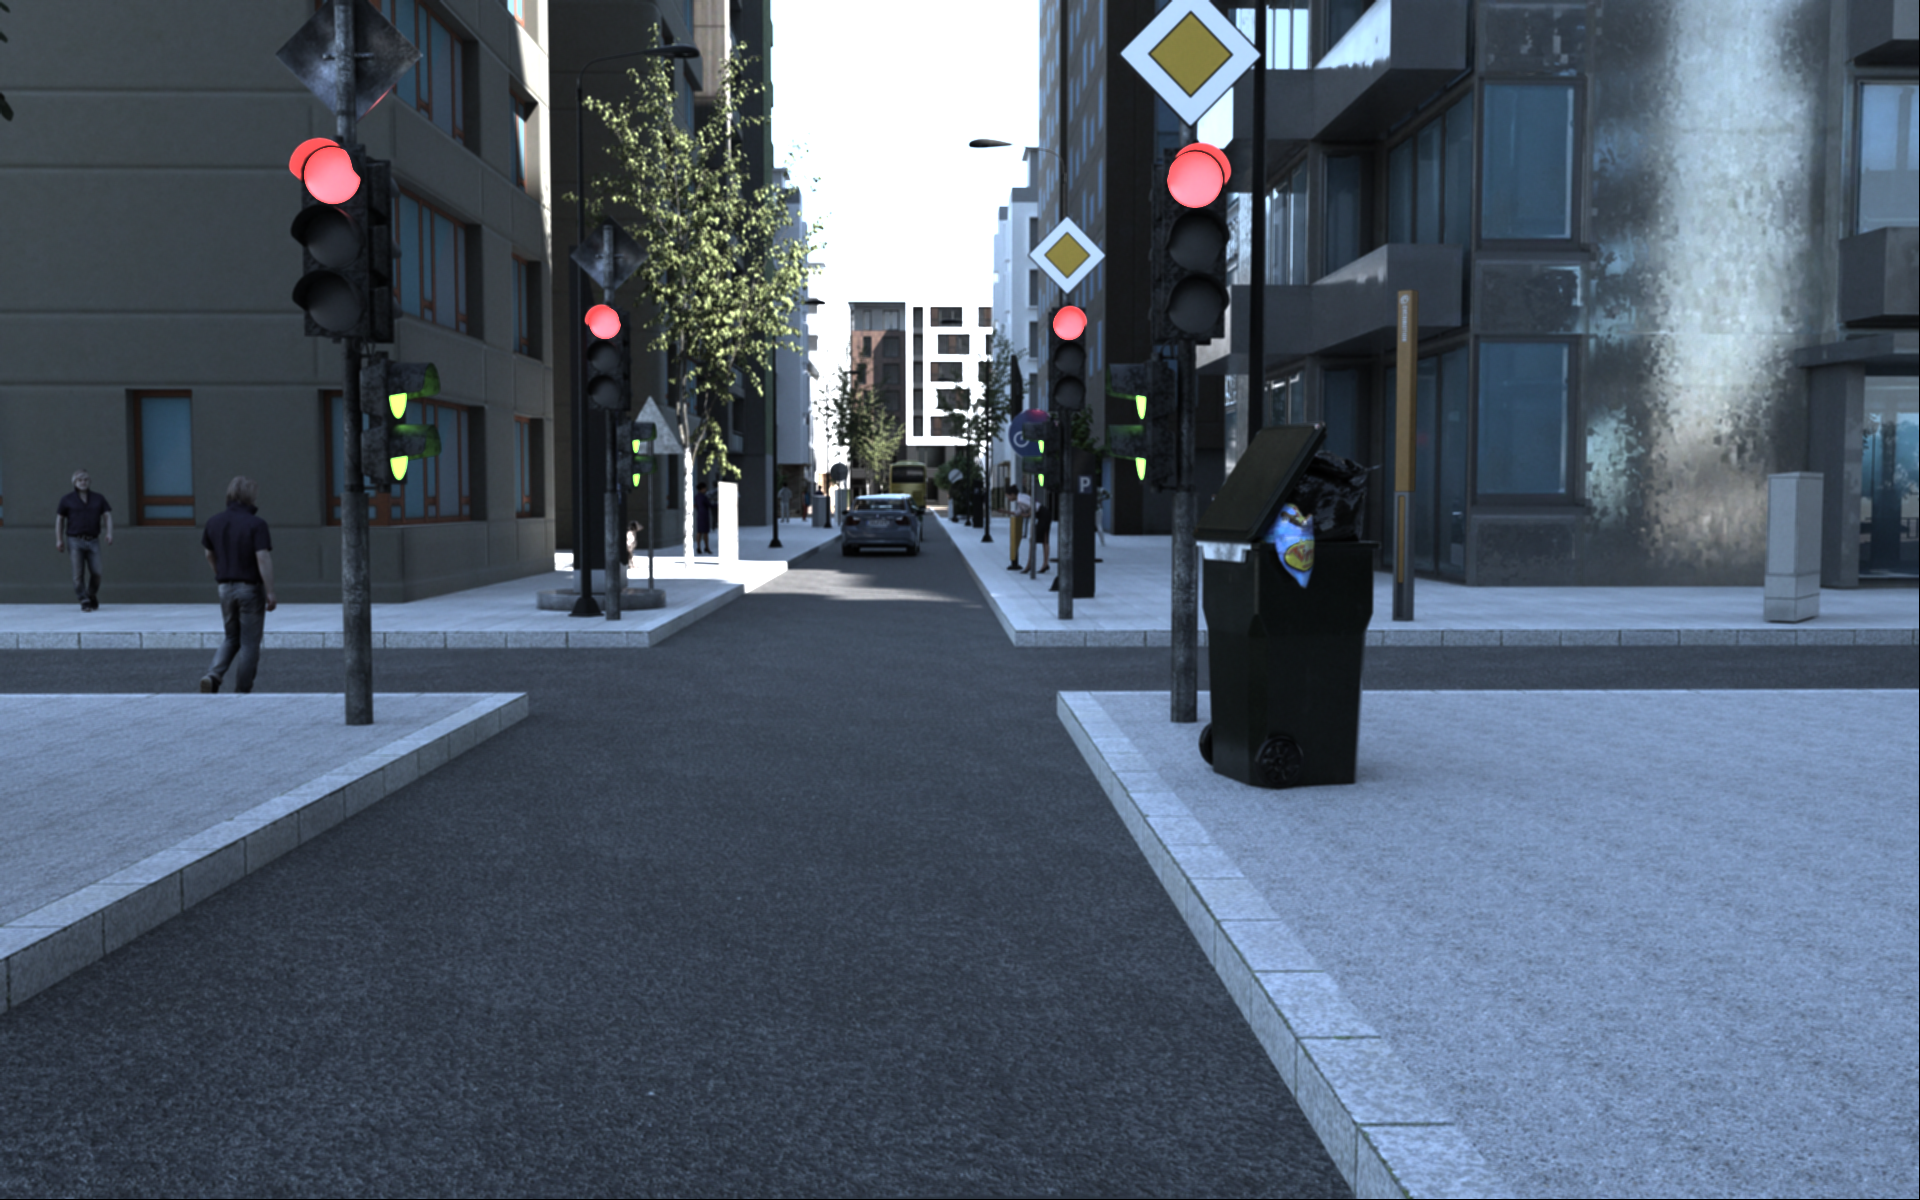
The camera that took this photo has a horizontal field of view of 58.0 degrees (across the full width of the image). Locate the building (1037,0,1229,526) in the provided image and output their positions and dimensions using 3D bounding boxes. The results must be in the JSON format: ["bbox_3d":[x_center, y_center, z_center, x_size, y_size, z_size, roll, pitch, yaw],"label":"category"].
[{"bbox_3d":[11.093,-26.434,82.300,14.600,45.320,14.200,0,4,-1],"label":"building"}]

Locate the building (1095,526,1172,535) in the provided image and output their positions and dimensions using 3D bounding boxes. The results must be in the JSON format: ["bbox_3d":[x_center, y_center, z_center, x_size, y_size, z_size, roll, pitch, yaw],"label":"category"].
[{"bbox_3d":[11.187,-25.026,59.278,14.600,45.320,14.200,0,4,-1],"label":"building"}]

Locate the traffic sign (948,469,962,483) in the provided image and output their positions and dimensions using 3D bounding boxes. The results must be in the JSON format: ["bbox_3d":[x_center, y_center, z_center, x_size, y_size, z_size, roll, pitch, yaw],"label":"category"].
[{"bbox_3d":[-0.220,-5.354,87.645,0.768,2.556,0.104,0,4,4],"label":"traffic sign"}]

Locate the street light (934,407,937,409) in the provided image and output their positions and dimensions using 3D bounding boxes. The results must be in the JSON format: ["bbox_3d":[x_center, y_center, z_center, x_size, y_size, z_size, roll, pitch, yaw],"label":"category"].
[{"bbox_3d":[-0.206,-5.928,69.470,1.470,5.913,1.316,0,4,-1],"label":"street light"}]

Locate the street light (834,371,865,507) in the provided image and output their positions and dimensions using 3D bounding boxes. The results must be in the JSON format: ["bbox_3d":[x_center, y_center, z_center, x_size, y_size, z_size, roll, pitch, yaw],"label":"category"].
[{"bbox_3d":[-4.456,-5.679,65.387,1.470,5.913,1.316,0,4,-1],"label":"street light"}]

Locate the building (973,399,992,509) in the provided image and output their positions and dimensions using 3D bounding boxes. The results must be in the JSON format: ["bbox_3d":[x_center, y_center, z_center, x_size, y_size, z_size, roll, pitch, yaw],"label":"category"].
[{"bbox_3d":[6.088,-12.869,152.548,9.099,9.664,28.070,0,4,-1],"label":"building"}]

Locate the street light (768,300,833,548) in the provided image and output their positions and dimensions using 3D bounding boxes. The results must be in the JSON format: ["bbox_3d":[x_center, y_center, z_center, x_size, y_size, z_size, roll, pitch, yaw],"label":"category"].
[{"bbox_3d":[-3.901,-4.220,41.536,1.470,5.913,1.316,0,4,-1],"label":"street light"}]

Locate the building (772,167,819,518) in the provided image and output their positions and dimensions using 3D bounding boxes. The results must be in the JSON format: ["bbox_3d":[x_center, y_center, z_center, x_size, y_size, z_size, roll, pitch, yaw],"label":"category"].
[{"bbox_3d":[-16.558,-14.794,98.306,16.016,20.091,11.380,0,4,-1],"label":"building"}]

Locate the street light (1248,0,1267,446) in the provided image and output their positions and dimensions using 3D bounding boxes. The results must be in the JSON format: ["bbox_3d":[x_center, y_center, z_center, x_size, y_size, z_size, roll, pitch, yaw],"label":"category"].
[{"bbox_3d":[1.126,-2.270,9.649,1.470,5.913,1.316,0,4,-1],"label":"street light"}]

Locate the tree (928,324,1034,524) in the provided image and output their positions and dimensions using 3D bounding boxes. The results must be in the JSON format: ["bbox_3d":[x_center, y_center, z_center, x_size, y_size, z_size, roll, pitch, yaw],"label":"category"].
[{"bbox_3d":[1.040,-7.600,74.619,4.737,8.622,4.395,0,3,0],"label":"tree"}]

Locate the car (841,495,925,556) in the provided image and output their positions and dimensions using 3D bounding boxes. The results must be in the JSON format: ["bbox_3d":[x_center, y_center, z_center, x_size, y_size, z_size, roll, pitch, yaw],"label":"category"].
[{"bbox_3d":[-1.862,-1.799,41.410,2.014,1.417,4.499,0,4,0],"label":"car"}]

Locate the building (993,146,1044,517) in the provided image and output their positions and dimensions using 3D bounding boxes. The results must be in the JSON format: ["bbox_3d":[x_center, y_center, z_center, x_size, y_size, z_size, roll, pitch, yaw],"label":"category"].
[{"bbox_3d":[9.993,-14.917,100.310,16.016,20.091,11.380,0,4,-1],"label":"building"}]

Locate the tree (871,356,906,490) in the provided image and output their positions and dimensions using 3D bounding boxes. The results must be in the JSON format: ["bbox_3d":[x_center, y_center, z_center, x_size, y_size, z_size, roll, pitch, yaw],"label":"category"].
[{"bbox_3d":[-5.248,-8.011,81.347,4.737,8.622,4.395,0,3,0],"label":"tree"}]

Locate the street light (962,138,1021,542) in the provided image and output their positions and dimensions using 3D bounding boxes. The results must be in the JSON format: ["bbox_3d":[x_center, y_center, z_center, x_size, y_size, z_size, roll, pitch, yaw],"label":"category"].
[{"bbox_3d":[0.810,-3.072,22.775,1.470,5.913,1.316,0,4,-1],"label":"street light"}]

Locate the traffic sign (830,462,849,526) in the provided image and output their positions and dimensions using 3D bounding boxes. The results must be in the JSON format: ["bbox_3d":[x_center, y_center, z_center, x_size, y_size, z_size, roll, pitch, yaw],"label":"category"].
[{"bbox_3d":[-4.863,-4.256,69.684,0.768,2.556,0.104,0,4,-1],"label":"traffic sign"}]

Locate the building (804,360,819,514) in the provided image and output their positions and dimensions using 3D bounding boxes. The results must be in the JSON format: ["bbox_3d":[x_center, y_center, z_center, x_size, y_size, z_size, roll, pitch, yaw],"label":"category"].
[{"bbox_3d":[-14.172,-10.799,118.708,9.099,9.664,28.070,0,4,-1],"label":"building"}]

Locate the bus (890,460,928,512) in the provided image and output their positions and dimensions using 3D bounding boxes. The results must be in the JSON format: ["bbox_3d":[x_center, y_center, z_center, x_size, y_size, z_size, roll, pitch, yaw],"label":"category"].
[{"bbox_3d":[-3.766,-8.233,126.151,2.896,3.916,12.252,0,4,-1],"label":"bus"}]

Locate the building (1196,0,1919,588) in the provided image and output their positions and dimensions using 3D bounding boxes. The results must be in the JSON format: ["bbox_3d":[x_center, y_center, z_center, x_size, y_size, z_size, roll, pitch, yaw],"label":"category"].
[{"bbox_3d":[19.553,-25.238,32.242,30.456,49.044,23.786,0,4,-1],"label":"building"}]

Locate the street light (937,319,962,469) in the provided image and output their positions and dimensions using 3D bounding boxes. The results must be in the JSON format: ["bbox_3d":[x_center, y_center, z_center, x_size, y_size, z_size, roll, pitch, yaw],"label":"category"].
[{"bbox_3d":[0.186,-4.502,46.141,1.470,5.913,1.316,0,4,-1],"label":"street light"}]

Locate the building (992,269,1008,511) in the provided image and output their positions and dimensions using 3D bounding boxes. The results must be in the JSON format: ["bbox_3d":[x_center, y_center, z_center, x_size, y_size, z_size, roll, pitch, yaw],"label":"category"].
[{"bbox_3d":[11.251,-15.638,122.136,16.747,18.905,31.486,0,4,-1],"label":"building"}]

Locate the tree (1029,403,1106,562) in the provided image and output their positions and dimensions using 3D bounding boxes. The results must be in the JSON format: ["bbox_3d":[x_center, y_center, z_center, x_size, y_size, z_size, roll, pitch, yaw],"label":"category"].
[{"bbox_3d":[2.231,-2.341,32.872,1.663,3.219,1.824,0,3,0],"label":"tree"}]

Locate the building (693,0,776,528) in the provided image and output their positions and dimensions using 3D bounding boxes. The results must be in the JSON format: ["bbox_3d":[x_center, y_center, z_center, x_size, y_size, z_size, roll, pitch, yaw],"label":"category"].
[{"bbox_3d":[-14.741,-23.404,66.245,14.154,41.232,14.086,0,4,-1],"label":"building"}]

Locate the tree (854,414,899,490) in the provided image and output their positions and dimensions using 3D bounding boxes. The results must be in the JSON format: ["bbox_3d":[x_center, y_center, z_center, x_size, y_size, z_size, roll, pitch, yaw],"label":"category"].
[{"bbox_3d":[-7.298,-12.660,157.355,4.360,8.622,3.978,0,3,0],"label":"tree"}]

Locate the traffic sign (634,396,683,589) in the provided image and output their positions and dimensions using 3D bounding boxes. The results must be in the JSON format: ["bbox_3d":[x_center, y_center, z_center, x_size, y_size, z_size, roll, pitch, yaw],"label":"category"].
[{"bbox_3d":[-4.107,-1.404,22.966,0.884,2.594,0.081,0,4,4],"label":"traffic sign"}]

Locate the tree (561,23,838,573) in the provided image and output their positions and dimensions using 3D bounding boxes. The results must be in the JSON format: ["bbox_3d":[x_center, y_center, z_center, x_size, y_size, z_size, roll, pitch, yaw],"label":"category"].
[{"bbox_3d":[-4.205,-4.756,28.131,4.737,8.622,4.395,0,3,0],"label":"tree"}]

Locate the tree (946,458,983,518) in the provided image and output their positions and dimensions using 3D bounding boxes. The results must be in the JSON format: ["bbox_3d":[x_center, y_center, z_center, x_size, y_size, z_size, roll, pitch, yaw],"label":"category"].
[{"bbox_3d":[0.122,-5.894,90.960,1.663,3.219,1.824,0,3,0],"label":"tree"}]

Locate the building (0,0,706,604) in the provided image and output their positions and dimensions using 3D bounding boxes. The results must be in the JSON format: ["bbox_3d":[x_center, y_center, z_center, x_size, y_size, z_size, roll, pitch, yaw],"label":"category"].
[{"bbox_3d":[-20.674,-11.541,33.733,27.650,21.520,28.899,0,4,-1],"label":"building"}]

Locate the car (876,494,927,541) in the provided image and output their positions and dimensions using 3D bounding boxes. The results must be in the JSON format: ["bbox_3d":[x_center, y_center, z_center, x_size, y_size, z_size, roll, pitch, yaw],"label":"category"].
[{"bbox_3d":[-2.093,-2.564,53.713,2.131,1.459,4.920,0,4,-2],"label":"car"}]

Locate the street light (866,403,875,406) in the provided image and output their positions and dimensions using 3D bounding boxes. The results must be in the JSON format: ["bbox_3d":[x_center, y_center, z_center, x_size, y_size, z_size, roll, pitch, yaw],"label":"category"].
[{"bbox_3d":[-5.067,-7.104,88.688,1.470,5.913,1.316,0,4,-1],"label":"street light"}]

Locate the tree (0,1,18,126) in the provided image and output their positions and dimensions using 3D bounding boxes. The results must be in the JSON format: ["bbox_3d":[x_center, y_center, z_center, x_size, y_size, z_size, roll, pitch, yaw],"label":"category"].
[{"bbox_3d":[-4.647,-1.332,5.492,4.285,4.588,4.351,0,3,0],"label":"tree"}]

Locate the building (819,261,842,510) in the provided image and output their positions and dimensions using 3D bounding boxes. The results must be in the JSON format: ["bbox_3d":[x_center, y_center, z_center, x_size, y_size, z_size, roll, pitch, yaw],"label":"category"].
[{"bbox_3d":[-17.449,-17.238,138.266,16.016,20.091,11.380,0,4,-1],"label":"building"}]

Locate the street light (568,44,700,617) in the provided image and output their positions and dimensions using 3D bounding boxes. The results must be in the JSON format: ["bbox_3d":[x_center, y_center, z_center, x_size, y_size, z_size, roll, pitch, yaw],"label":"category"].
[{"bbox_3d":[-3.390,-2.783,18.051,1.470,5.913,1.316,0,4,-1],"label":"street light"}]

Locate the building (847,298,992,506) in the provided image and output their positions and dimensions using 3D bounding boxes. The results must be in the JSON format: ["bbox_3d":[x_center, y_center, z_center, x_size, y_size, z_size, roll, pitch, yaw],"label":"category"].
[{"bbox_3d":[-8.080,-21.414,194.096,32.646,21.610,27.936,0,4,-1],"label":"building"}]

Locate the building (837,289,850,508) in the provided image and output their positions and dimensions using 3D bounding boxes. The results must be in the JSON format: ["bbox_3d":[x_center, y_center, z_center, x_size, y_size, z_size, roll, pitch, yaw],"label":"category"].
[{"bbox_3d":[-26.071,-17.796,157.428,31.486,18.905,16.747,0,4,-1],"label":"building"}]

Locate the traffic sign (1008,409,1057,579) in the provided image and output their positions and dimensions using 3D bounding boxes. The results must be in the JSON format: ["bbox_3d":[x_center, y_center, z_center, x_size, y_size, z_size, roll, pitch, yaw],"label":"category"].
[{"bbox_3d":[1.101,-1.585,26.021,0.768,2.556,0.104,0,4,2],"label":"traffic sign"}]
